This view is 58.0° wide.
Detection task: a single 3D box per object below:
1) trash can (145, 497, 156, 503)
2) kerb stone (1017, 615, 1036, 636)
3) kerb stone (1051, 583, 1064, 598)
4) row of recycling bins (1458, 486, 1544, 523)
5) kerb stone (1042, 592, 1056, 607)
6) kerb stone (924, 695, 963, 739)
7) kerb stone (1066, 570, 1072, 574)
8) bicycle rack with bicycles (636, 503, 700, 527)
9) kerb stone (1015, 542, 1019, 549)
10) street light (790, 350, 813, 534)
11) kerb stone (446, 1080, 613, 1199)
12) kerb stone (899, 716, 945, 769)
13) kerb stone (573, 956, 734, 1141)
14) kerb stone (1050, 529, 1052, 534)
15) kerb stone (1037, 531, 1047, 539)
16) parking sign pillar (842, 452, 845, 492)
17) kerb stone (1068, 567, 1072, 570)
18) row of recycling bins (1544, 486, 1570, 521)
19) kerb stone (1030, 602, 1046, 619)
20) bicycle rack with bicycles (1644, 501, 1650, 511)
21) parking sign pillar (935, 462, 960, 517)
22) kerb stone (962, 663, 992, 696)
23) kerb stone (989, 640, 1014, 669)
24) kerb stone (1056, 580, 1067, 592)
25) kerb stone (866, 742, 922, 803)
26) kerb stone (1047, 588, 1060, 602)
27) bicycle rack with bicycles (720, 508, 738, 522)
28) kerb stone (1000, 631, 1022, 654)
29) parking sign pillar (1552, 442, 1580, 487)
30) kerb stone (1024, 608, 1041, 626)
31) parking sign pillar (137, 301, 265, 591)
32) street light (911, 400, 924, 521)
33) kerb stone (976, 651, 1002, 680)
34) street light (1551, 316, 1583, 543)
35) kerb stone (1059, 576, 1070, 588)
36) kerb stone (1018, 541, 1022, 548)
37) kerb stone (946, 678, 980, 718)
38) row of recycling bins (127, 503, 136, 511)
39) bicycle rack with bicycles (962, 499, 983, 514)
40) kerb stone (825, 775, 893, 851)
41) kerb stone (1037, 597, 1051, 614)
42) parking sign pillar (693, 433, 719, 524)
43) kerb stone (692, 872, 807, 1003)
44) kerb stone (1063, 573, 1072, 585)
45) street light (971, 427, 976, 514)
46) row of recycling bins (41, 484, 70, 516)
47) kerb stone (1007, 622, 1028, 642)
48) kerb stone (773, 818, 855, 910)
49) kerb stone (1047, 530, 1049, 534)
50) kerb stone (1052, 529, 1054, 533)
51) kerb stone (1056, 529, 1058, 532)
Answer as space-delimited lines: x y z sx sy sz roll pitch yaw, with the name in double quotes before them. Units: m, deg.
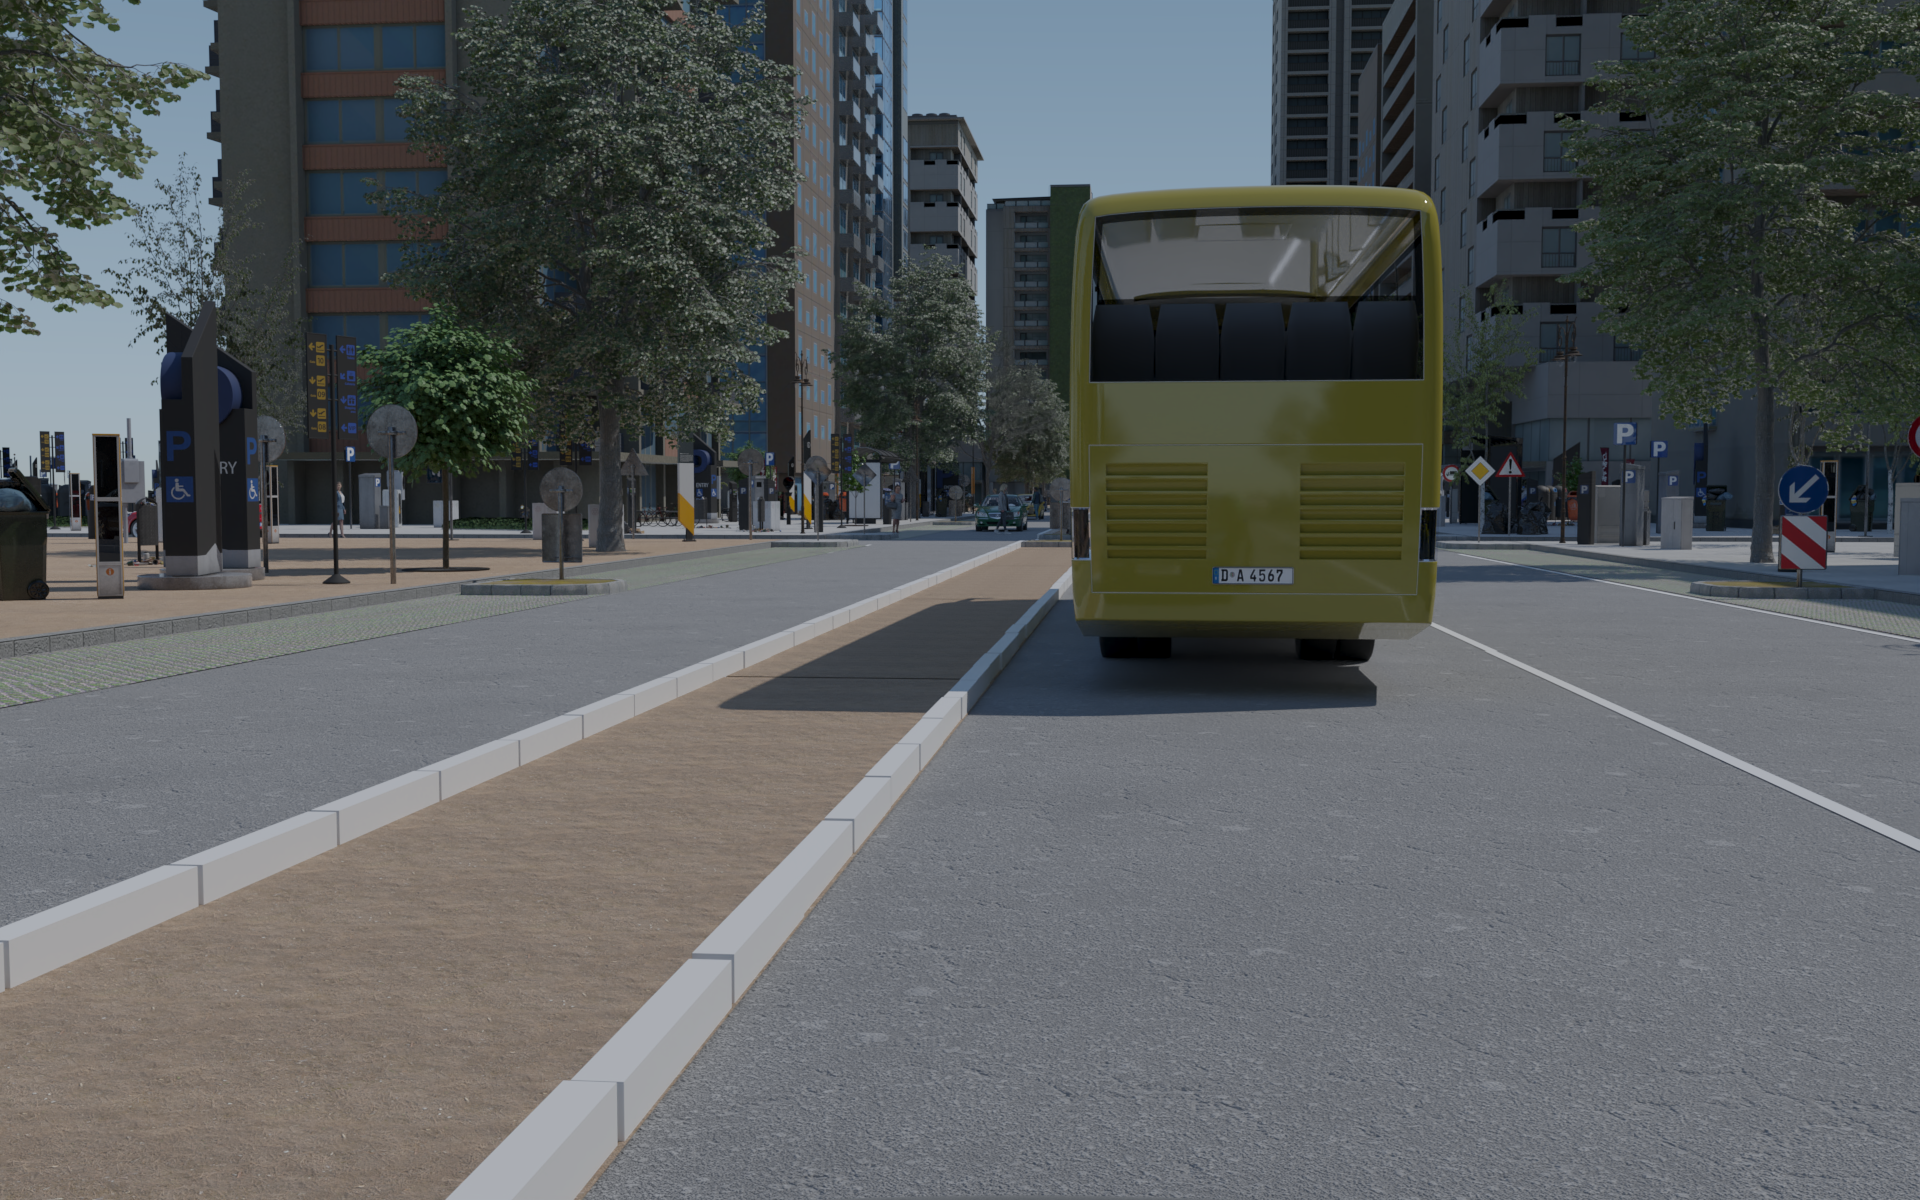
"trash can" -47.330 -5.489 101.395 0.748 1.137 0.748 0 3 0
"kerb stone" 0.649 0.283 17.564 0.120 0.150 1.000 0 4 6
"kerb stone" 1.302 -0.091 23.689 0.120 0.150 1.000 0 4 6
"row of recycling bins" 23.818 -4.264 76.829 3.534 1.692 1.069 3 5 40
"kerb stone" 1.080 0.035 21.648 0.120 0.150 1.000 0 4 6
"kerb stone" -0.107 0.719 10.433 0.120 0.150 1.000 0 4 6
"kerb stone" 1.728 -0.342 27.780 0.120 0.150 1.000 0 4 6
"bicycle rack with bicycles" -11.770 -3.381 68.655 2.925 0.926 2.852 -1 4 -19
"kerb stone" 1.344 -1.347 44.223 0.120 0.150 1.000 0 4 6
"street light" -5.088 -5.081 55.863 0.468 5.910 1.993 0 4 6
"kerb stone" -0.860 1.156 3.290 0.120 0.150 1.000 0 4 6
"kerb stone" -0.209 0.782 9.404 0.120 0.150 1.000 0 4 6
"kerb stone" -0.744 1.101 4.305 0.120 0.150 1.000 0 4 6
"kerb stone" 3.021 -2.317 60.071 0.120 0.150 1.000 0 4 6
"kerb stone" 2.695 -2.129 57.012 0.120 0.150 1.000 0 4 6
"parking sign pillar" -6.891 -7.456 110.385 1.447 3.967 1.447 -3 4 -38
"kerb stone" 1.843 -0.404 28.796 0.120 0.150 1.000 0 4 6
"row of recycling bins" 29.047 -4.751 84.793 3.534 1.692 1.069 -3 5 -43
"kerb stone" 0.858 0.158 19.605 0.120 0.150 1.000 0 4 6
"bicycle rack with bicycles" 35.920 -4.613 88.811 2.852 0.926 2.925 1 4 11
"parking sign pillar" -0.718 -6.751 98.850 1.447 3.967 1.447 0 4 5
"kerb stone" 0.111 0.597 12.470 0.120 0.150 1.000 0 4 6
"kerb stone" 0.330 0.471 14.502 0.120 0.150 1.000 0 4 6
"kerb stone" 1.402 -0.153 24.719 0.120 0.150 1.000 0 4 6
"kerb stone" -0.321 0.845 8.388 0.120 0.150 1.000 0 4 6
"kerb stone" 1.191 -0.026 22.668 0.120 0.150 1.000 0 4 6
"bicycle rack with bicycles" -9.937 -4.147 81.190 2.925 0.926 2.852 -1 4 -16
"kerb stone" 0.435 0.412 15.525 0.120 0.150 1.000 0 4 6
"parking sign pillar" 31.241 -6.169 89.334 1.447 3.967 1.447 1 4 11
"kerb stone" 0.755 0.221 18.588 0.120 0.150 1.000 0 4 6
"parking sign pillar" -10.481 -2.150 23.619 1.447 3.967 1.447 -1 4 -9
"street light" -2.079 -6.788 83.765 0.468 5.910 1.993 0 4 6
"kerb stone" 0.210 0.537 13.487 0.120 0.150 1.000 0 4 6
"street light" 15.720 -4.417 45.012 0.468 5.910 1.993 0 4 6
"kerb stone" 1.512 -0.217 25.741 0.120 0.150 1.000 0 4 6
"kerb stone" 1.457 -1.409 45.239 0.120 0.150 1.000 0 4 6
"kerb stone" 0.007 0.659 11.453 0.120 0.150 1.000 0 4 6
"row of recycling bins" -62.221 -7.468 129.219 1.069 1.692 3.534 -3 5 -41
"bicycle rack with bicycles" 0.392 -6.400 118.018 2.852 0.926 2.925 -2 4 -35
"kerb stone" -0.426 0.911 7.370 0.120 0.150 1.000 0 4 6
"kerb stone" 0.970 0.096 20.621 0.120 0.150 1.000 0 4 6
"parking sign pillar" -11.255 -5.332 75.652 1.447 3.967 1.447 2 4 31
"kerb stone" -0.637 1.032 5.337 0.120 0.150 1.000 0 4 6
"kerb stone" 1.621 -0.279 26.757 0.120 0.150 1.000 0 4 6
"street light" 0.849 -8.495 111.676 0.468 5.910 1.993 0 4 6
"row of recycling bins" -38.635 -4.001 72.530 3.534 1.692 1.069 0 4 7
"kerb stone" 0.530 0.345 16.549 0.120 0.150 1.000 0 4 6
"kerb stone" -0.537 0.979 6.355 0.120 0.150 1.000 0 4 6
"kerb stone" 2.805 -2.192 58.029 0.120 0.150 1.000 0 4 6
"kerb stone" 3.125 -2.378 61.092 0.120 0.150 1.000 0 4 6
"kerb stone" 3.446 -2.560 64.148 0.120 0.150 1.000 0 4 6
